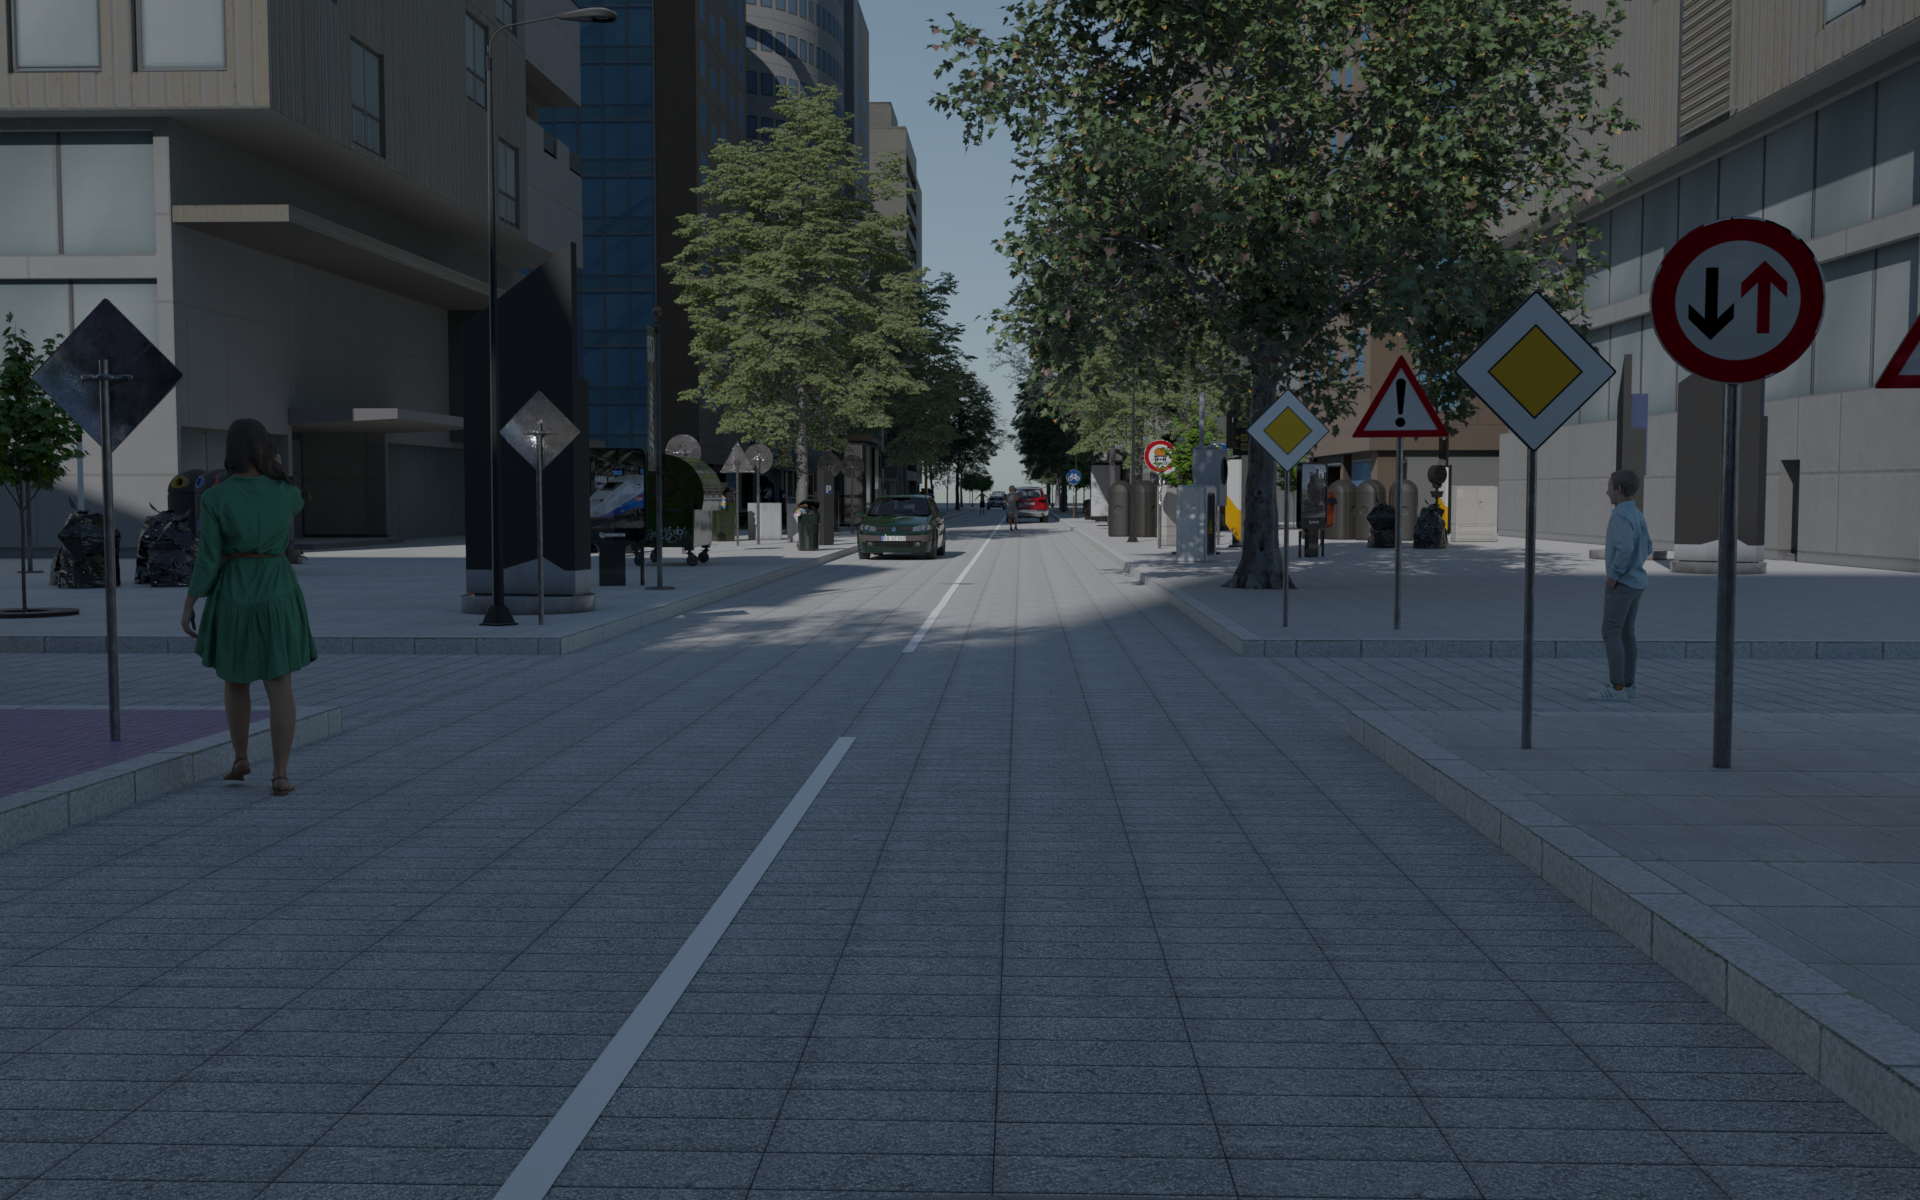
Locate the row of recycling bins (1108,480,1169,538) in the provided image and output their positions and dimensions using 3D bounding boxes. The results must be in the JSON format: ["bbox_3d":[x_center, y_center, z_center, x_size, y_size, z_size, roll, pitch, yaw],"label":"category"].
[{"bbox_3d":[5.883,-2.700,51.255,3.534,1.692,1.069,3,5,40],"label":"row of recycling bins"}]

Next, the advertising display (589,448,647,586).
[{"bbox_3d":[-4.862,-1.159,24.160,0.974,1.923,0.123,-1,4,-19],"label":"advertising display"}]

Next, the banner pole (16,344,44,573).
[{"bbox_3d":[-15.046,-2.318,27.914,0.401,3.779,0.863,-2,4,-28],"label":"banner pole"}]

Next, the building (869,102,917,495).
[{"bbox_3d":[-16.698,-36.363,218.240,21.300,48.544,21.600,0,4,2],"label":"building"}]

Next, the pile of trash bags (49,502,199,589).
[{"bbox_3d":[-12.357,-0.882,24.169,3.447,1.369,1.912,-1,4,-17],"label":"pile of trash bags"}]

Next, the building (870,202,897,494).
[{"bbox_3d":[-22.981,-30.827,195.895,32.217,40.220,23.993,0,4,2],"label":"building"}]

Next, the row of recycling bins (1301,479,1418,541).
[{"bbox_3d":[11.130,-2.524,48.387,3.534,1.692,1.069,3,5,41],"label":"row of recycling bins"}]

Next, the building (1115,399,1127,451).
[{"bbox_3d":[30.699,-36.283,212.837,23.786,49.044,30.456,0,4,2],"label":"building"}]

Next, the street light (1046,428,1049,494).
[{"bbox_3d":[6.759,-9.112,121.520,1.470,5.913,1.316,0,4,2],"label":"street light"}]

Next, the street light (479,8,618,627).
[{"bbox_3d":[-3.971,-2.703,16.733,1.470,5.913,1.316,0,4,2],"label":"street light"}]

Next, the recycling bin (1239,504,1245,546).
[{"bbox_3d":[7.266,-1.841,42.654,0.722,1.027,0.722,3,4,37],"label":"recycling bin"}]

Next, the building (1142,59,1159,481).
[{"bbox_3d":[23.597,-28.626,151.629,14.154,41.232,14.086,0,4,2],"label":"building"}]

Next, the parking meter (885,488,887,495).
[{"bbox_3d":[-3.367,-4.123,75.824,0.372,1.533,0.369,0,3,0],"label":"parking meter"}]

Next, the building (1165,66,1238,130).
[{"bbox_3d":[26.749,-31.179,133.472,21.300,48.544,21.600,0,4,2],"label":"building"}]

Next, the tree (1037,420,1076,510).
[{"bbox_3d":[9.177,-12.672,157.543,4.737,8.622,4.395,0,3,0],"label":"tree"}]

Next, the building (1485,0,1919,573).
[{"bbox_3d":[28.231,-27.397,37.185,27.495,52.752,28.713,0,4,2],"label":"building"}]

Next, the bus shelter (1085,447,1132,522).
[{"bbox_3d":[6.713,-5.128,77.762,2.014,3.302,5.546,0,4,2],"label":"bus shelter"}]

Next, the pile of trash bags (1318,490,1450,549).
[{"bbox_3d":[10.160,-1.962,41.839,3.447,1.369,1.912,2,4,31],"label":"pile of trash bags"}]

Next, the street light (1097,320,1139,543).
[{"bbox_3d":[4.045,-4.483,45.839,1.470,5.913,1.316,0,4,2],"label":"street light"}]

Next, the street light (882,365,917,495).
[{"bbox_3d":[-2.245,-5.506,62.562,1.470,5.913,1.316,0,4,2],"label":"street light"}]

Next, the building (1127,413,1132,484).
[{"bbox_3d":[25.470,-31.035,191.018,14.154,41.232,14.086,0,4,2],"label":"building"}]

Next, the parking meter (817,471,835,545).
[{"bbox_3d":[-3.355,-2.302,43.351,0.399,1.863,0.255,-3,5,-42],"label":"parking meter"}]

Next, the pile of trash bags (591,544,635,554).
[{"bbox_3d":[-8.797,-1.678,37.184,3.447,1.369,1.912,-2,4,-28],"label":"pile of trash bags"}]

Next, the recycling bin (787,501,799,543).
[{"bbox_3d":[-4.111,-2.044,45.970,0.722,1.027,0.722,-3,4,-36],"label":"recycling bin"}]

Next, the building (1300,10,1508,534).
[{"bbox_3d":[20.345,-25.160,61.479,14.600,45.320,14.200,0,4,2],"label":"building"}]

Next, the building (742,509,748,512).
[{"bbox_3d":[-26.111,-25.232,104.419,32.217,40.220,23.993,0,4,2],"label":"building"}]

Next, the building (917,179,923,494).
[{"bbox_3d":[-12.449,-35.838,236.066,14.600,45.320,14.200,0,4,2],"label":"building"}]

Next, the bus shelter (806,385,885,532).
[{"bbox_3d":[-4.133,-5.188,62.451,2.179,5.291,8.768,0,4,2],"label":"bus shelter"}]

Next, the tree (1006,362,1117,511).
[{"bbox_3d":[7.862,-13.769,131.777,9.857,13.997,8.962,0,3,0],"label":"tree"}]

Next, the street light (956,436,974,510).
[{"bbox_3d":[0.375,-10.186,139.088,1.470,5.913,1.316,0,4,2],"label":"street light"}]

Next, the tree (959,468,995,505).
[{"bbox_3d":[1.259,-13.997,212.565,4.285,4.588,4.351,0,3,0],"label":"tree"}]

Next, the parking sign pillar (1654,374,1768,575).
[{"bbox_3d":[12.385,-2.428,28.175,1.447,3.967,1.447,3,5,42],"label":"parking sign pillar"}]

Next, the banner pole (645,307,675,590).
[{"bbox_3d":[-4.055,-2.017,22.994,0.401,3.779,0.863,0,4,3],"label":"banner pole"}]

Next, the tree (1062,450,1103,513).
[{"bbox_3d":[8.287,-8.096,116.079,4.285,4.588,4.351,0,3,0],"label":"tree"}]

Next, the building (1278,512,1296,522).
[{"bbox_3d":[21.050,-24.471,83.694,14.154,41.232,14.086,0,4,2],"label":"building"}]

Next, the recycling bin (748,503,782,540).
[{"bbox_3d":[-5.453,-2.191,48.381,0.722,1.027,0.722,-2,4,-35],"label":"recycling bin"}]

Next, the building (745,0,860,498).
[{"bbox_3d":[-19.397,-35.992,130.466,21.231,58.520,28.212,0,4,2],"label":"building"}]

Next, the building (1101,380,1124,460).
[{"bbox_3d":[30.724,-37.644,239.177,21.300,48.544,21.600,0,4,2],"label":"building"}]

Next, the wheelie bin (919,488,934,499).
[{"bbox_3d":[-1.787,-5.096,91.222,0.980,1.594,0.693,3,4,37],"label":"wheelie bin"}]

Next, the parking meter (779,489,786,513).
[{"bbox_3d":[-8.811,-4.756,86.169,0.372,1.533,0.369,0,3,0],"label":"parking meter"}]

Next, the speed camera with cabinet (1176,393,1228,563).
[{"bbox_3d":[4.670,-2.380,33.253,0.660,3.252,2.038,1,4,20],"label":"speed camera with cabinet"}]

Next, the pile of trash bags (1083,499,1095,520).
[{"bbox_3d":[7.945,-4.930,90.363,1.912,1.369,3.447,2,4,26],"label":"pile of trash bags"}]

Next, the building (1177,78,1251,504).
[{"bbox_3d":[26.204,-48.526,106.065,22.319,86.520,31.000,0,4,2],"label":"building"}]

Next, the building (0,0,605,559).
[{"bbox_3d":[-26.108,-27.899,45.384,28.713,52.752,27.495,0,4,2],"label":"building"}]

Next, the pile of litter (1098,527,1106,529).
[{"bbox_3d":[5.961,-3.053,63.875,1.719,0.858,1.176,2,4,34],"label":"pile of litter"}]

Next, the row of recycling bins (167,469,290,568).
[{"bbox_3d":[-11.800,-1.275,27.960,1.069,1.692,3.534,-3,5,-42],"label":"row of recycling bins"}]

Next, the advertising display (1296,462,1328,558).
[{"bbox_3d":[7.143,-1.832,35.163,0.123,1.923,0.974,3,5,44],"label":"advertising display"}]

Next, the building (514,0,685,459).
[{"bbox_3d":[-18.397,-26.553,84.253,14.600,45.320,14.200,0,4,2],"label":"building"}]

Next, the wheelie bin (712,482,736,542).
[{"bbox_3d":[-6.432,-2.391,47.009,0.693,1.594,0.980,-2,4,-29],"label":"wheelie bin"}]

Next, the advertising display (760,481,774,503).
[{"bbox_3d":[-9.646,-4.966,86.414,0.974,1.923,0.123,3,5,41],"label":"advertising display"}]

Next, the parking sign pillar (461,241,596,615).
[{"bbox_3d":[-4.735,-1.862,18.916,1.447,3.967,1.447,1,4,13],"label":"parking sign pillar"}]

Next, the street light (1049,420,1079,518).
[{"bbox_3d":[5.603,-7.280,91.575,1.470,5.913,1.316,0,4,2],"label":"street light"}]

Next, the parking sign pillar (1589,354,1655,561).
[{"bbox_3d":[13.159,-2.785,34.010,1.447,3.967,1.447,1,4,16],"label":"parking sign pillar"}]

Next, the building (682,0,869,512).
[{"bbox_3d":[-15.442,-30.717,152.332,14.600,45.320,14.200,0,4,2],"label":"building"}]
